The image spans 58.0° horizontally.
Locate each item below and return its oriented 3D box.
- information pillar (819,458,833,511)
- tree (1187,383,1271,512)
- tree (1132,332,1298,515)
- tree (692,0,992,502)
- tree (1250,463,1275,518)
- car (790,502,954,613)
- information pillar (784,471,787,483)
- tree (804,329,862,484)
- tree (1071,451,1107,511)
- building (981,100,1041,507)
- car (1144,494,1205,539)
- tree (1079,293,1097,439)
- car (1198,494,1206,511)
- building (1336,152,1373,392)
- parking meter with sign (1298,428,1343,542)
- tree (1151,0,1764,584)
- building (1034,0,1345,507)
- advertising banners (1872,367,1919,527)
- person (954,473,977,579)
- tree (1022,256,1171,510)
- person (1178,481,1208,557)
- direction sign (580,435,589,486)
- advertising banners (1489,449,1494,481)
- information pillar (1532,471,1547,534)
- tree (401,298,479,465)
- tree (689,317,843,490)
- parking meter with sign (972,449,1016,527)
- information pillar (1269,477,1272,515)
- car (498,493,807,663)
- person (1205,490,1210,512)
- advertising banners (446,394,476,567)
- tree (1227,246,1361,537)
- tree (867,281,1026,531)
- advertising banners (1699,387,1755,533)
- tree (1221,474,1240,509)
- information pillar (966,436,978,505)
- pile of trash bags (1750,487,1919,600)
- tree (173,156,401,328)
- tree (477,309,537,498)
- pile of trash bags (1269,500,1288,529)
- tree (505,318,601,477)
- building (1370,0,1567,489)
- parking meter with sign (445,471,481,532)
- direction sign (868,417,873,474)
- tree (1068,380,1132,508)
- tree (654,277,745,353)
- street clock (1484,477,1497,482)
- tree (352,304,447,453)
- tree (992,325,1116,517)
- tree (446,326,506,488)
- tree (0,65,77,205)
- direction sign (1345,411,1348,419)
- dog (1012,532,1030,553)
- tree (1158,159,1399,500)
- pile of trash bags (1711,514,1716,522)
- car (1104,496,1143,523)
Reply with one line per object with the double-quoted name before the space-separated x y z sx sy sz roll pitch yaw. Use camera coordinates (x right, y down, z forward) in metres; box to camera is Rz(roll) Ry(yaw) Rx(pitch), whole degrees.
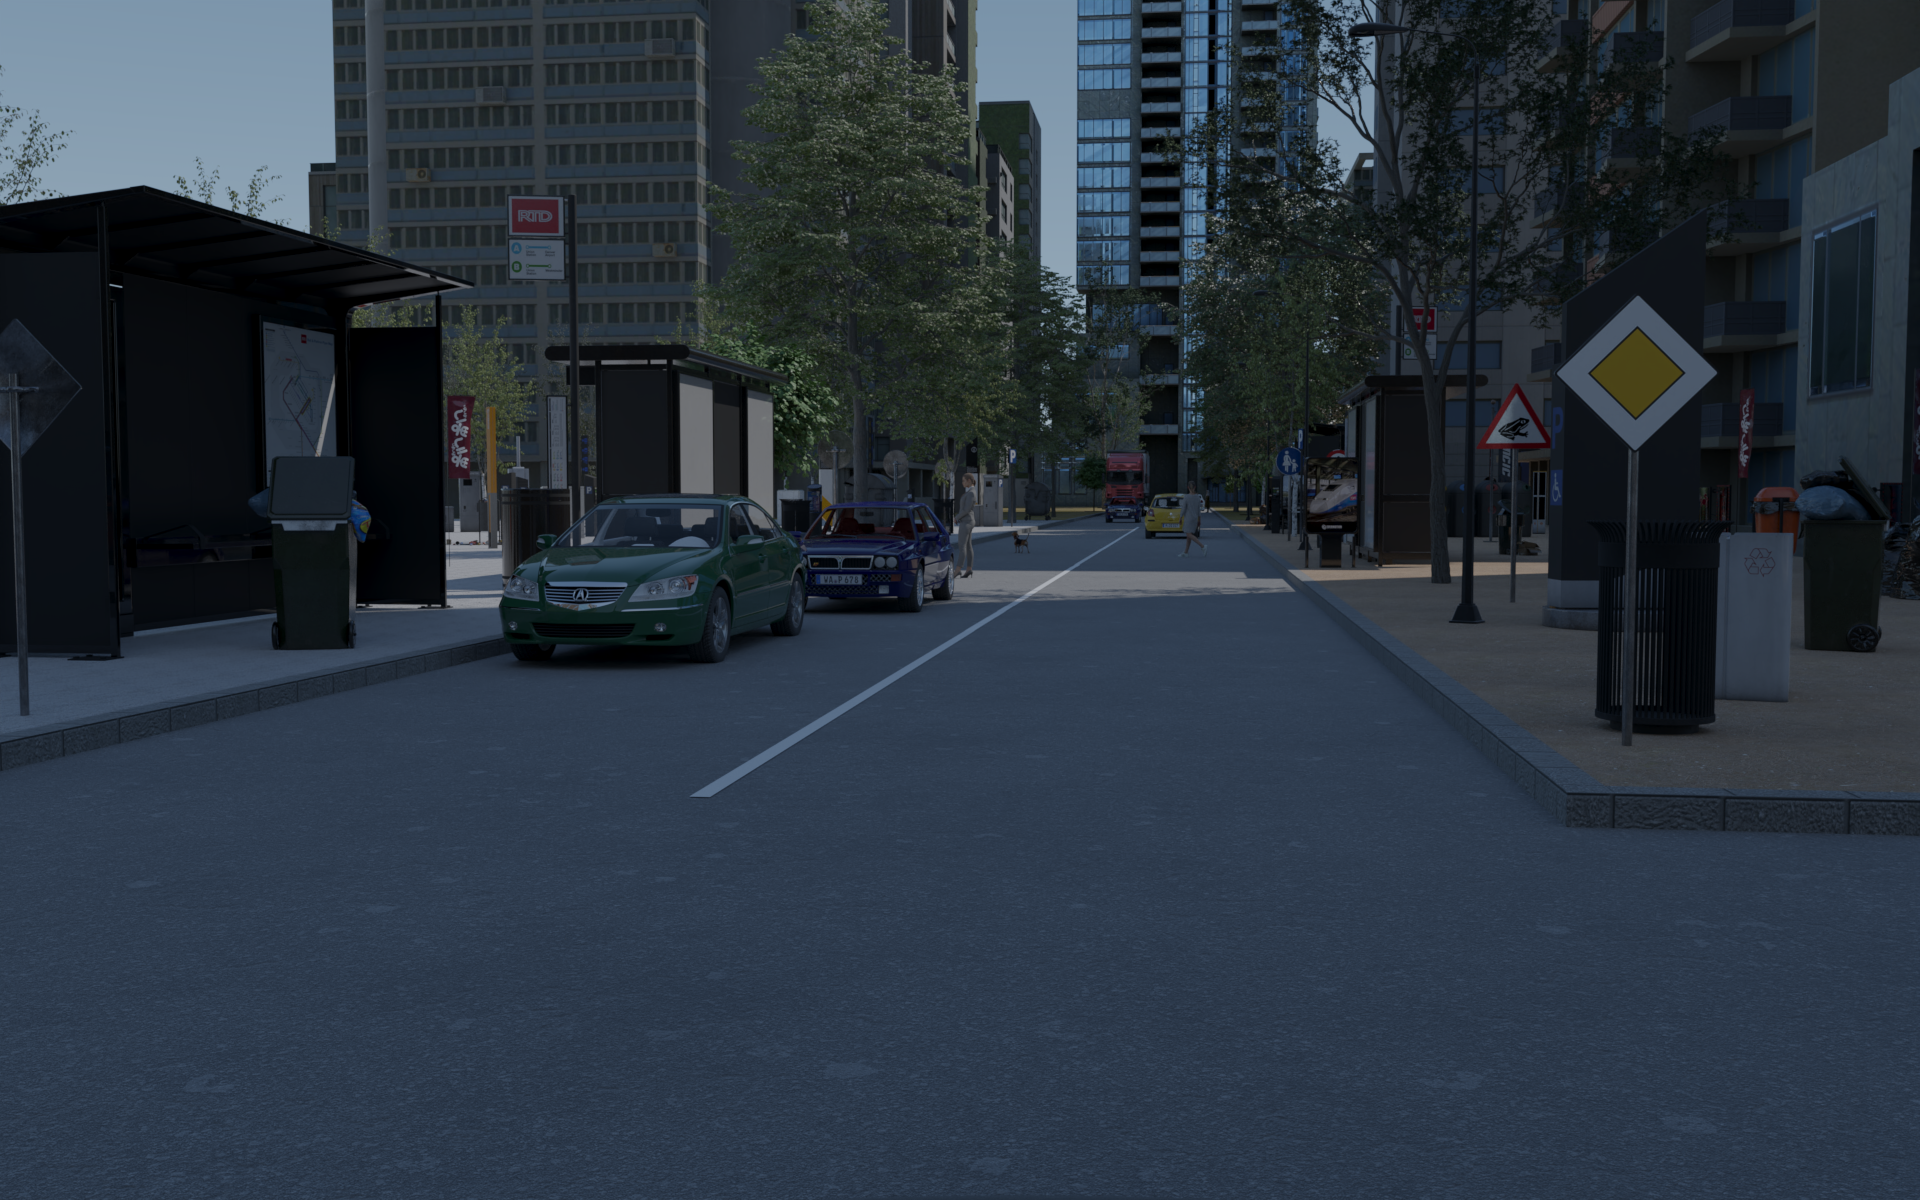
"information pillar" -4.525 -4.112 58.579 0.504 3.616 0.183 -2 4 -33
"tree" 19.967 -12.515 122.747 7.486 12.596 7.792 0 3 0
"tree" 17.448 -10.963 105.005 9.928 11.665 9.643 0 3 0
"tree" -2.689 -7.469 40.246 7.486 12.596 7.792 0 3 0
"tree" 16.267 -5.984 92.437 1.663 3.219 1.824 0 3 0
"car" -1.142 -0.593 22.272 1.945 1.354 3.894 1 4 8
"information pillar" -8.495 -5.686 84.321 0.183 3.616 0.504 -1 4 -13
"tree" -6.245 -7.689 76.084 4.737 8.622 4.395 0 3 0
"tree" 10.009 -8.849 128.398 4.285 4.588 4.351 0 3 0
"building" 1.173 -30.622 184.263 14.086 41.232 14.154 0 4 8
"car" 6.987 -2.841 56.682 2.015 1.641 3.980 1 4 9
"tree" 2.584 -9.704 76.794 7.486 12.596 7.792 0 3 0
"car" 19.799 -8.223 146.452 2.014 1.417 4.499 0 4 8
"building" 53.326 -30.232 186.174 23.993 40.220 32.217 0 4 8
"parking meter with sign" 9.937 -3.056 46.234 1.738 3.016 0.543 0 4 -2
"tree" 6.984 -5.536 24.923 8.767 10.594 7.601 0 4 7
"building" 24.396 -53.229 182.971 31.000 86.520 22.319 0 4 8
"advertising banners" 12.740 -1.684 23.714 2.074 3.025 0.090 -2 4 -31
"person" 0.019 -1.267 29.491 0.573 1.790 0.520 -1 4 -14
"tree" 10.849 -17.411 140.555 12.611 20.169 13.585 0 3 0
"person" 5.286 -1.834 39.236 0.760 1.731 0.466 2 4 29
"direction sign" -14.672 -4.583 66.929 0.876 3.537 0.379 2 4 33
"advertising banners" 16.800 -3.630 55.540 0.090 3.025 2.074 3 4 36
"information pillar" 18.631 -3.131 55.688 0.304 2.012 0.304 -1 4 -13
"tree" -16.285 -5.909 46.976 4.737 8.622 4.395 0 3 0
"tree" -3.873 -2.961 32.129 4.285 4.588 4.351 0 3 0
"parking meter with sign" 1.300 -4.375 67.793 1.738 3.016 0.543 2 4 29
"information pillar" 13.454 -4.310 74.961 0.304 2.012 0.304 0 4 0
"car" -2.720 -0.274 16.286 2.131 1.459 4.920 0 4 8
"person" 19.249 -7.703 135.178 0.721 1.736 1.217 1 4 11
"advertising banners" -9.435 -2.079 30.186 2.074 3.025 0.090 -2 4 -33
"tree" 10.105 -6.232 52.262 4.737 8.622 4.395 0 3 0
"tree" -0.103 -6.678 59.553 4.737 8.622 4.395 0 3 0
"advertising banners" 13.021 -2.038 29.515 0.090 3.025 2.074 0 4 0
"tree" 23.135 -9.434 148.849 1.663 3.219 1.824 0 3 0
"information pillar" 0.485 -4.796 69.766 0.504 3.616 0.183 -1 4 -8
"pile of trash bags" 11.751 -0.728 21.658 3.447 1.369 1.912 1 4 15
"tree" -15.911 -5.401 38.675 4.737 8.622 4.395 0 3 0
"tree" -18.369 -7.120 66.778 4.737 8.622 4.395 0 3 0
"pile of trash bags" 12.551 -3.330 64.198 1.912 1.369 3.447 1 4 20
"tree" -16.063 -7.512 73.182 4.360 8.622 3.978 0 3 0
"building" 35.207 -34.238 101.783 21.231 58.520 28.212 0 4 8
"parking meter with sign" -16.529 -3.796 58.327 1.738 3.016 0.543 -1 4 -19
"direction sign" -2.641 -3.623 51.237 0.379 3.537 0.876 0 4 4
"tree" 13.151 -14.107 156.410 9.928 11.665 9.643 0 3 0
"tree" -8.450 -6.550 57.449 4.737 8.622 4.395 0 3 0
"street clock" 21.871 -4.094 71.503 0.471 2.002 0.358 2 4 31
"tree" -19.991 -6.516 56.905 4.360 8.622 3.978 0 3 0
"tree" 4.911 -9.858 95.585 7.601 10.594 8.767 -3 4 -38
"tree" -21.825 -7.621 74.961 4.360 8.622 3.978 0 3 0
"tree" -16.733 -4.801 28.856 4.360 8.622 3.978 0 3 0
"direction sign" 10.598 -3.367 47.051 0.379 3.537 0.876 0 4 -6
"dog" 1.473 -1.394 42.077 0.540 0.507 0.406 1 4 16
"tree" 12.597 -9.862 67.896 9.857 13.997 8.962 0 3 0
"pile of trash bags" 14.188 -1.496 34.219 1.912 1.369 3.447 2 4 32
"car" 8.262 -4.576 87.400 1.945 1.354 3.894 0 4 8
